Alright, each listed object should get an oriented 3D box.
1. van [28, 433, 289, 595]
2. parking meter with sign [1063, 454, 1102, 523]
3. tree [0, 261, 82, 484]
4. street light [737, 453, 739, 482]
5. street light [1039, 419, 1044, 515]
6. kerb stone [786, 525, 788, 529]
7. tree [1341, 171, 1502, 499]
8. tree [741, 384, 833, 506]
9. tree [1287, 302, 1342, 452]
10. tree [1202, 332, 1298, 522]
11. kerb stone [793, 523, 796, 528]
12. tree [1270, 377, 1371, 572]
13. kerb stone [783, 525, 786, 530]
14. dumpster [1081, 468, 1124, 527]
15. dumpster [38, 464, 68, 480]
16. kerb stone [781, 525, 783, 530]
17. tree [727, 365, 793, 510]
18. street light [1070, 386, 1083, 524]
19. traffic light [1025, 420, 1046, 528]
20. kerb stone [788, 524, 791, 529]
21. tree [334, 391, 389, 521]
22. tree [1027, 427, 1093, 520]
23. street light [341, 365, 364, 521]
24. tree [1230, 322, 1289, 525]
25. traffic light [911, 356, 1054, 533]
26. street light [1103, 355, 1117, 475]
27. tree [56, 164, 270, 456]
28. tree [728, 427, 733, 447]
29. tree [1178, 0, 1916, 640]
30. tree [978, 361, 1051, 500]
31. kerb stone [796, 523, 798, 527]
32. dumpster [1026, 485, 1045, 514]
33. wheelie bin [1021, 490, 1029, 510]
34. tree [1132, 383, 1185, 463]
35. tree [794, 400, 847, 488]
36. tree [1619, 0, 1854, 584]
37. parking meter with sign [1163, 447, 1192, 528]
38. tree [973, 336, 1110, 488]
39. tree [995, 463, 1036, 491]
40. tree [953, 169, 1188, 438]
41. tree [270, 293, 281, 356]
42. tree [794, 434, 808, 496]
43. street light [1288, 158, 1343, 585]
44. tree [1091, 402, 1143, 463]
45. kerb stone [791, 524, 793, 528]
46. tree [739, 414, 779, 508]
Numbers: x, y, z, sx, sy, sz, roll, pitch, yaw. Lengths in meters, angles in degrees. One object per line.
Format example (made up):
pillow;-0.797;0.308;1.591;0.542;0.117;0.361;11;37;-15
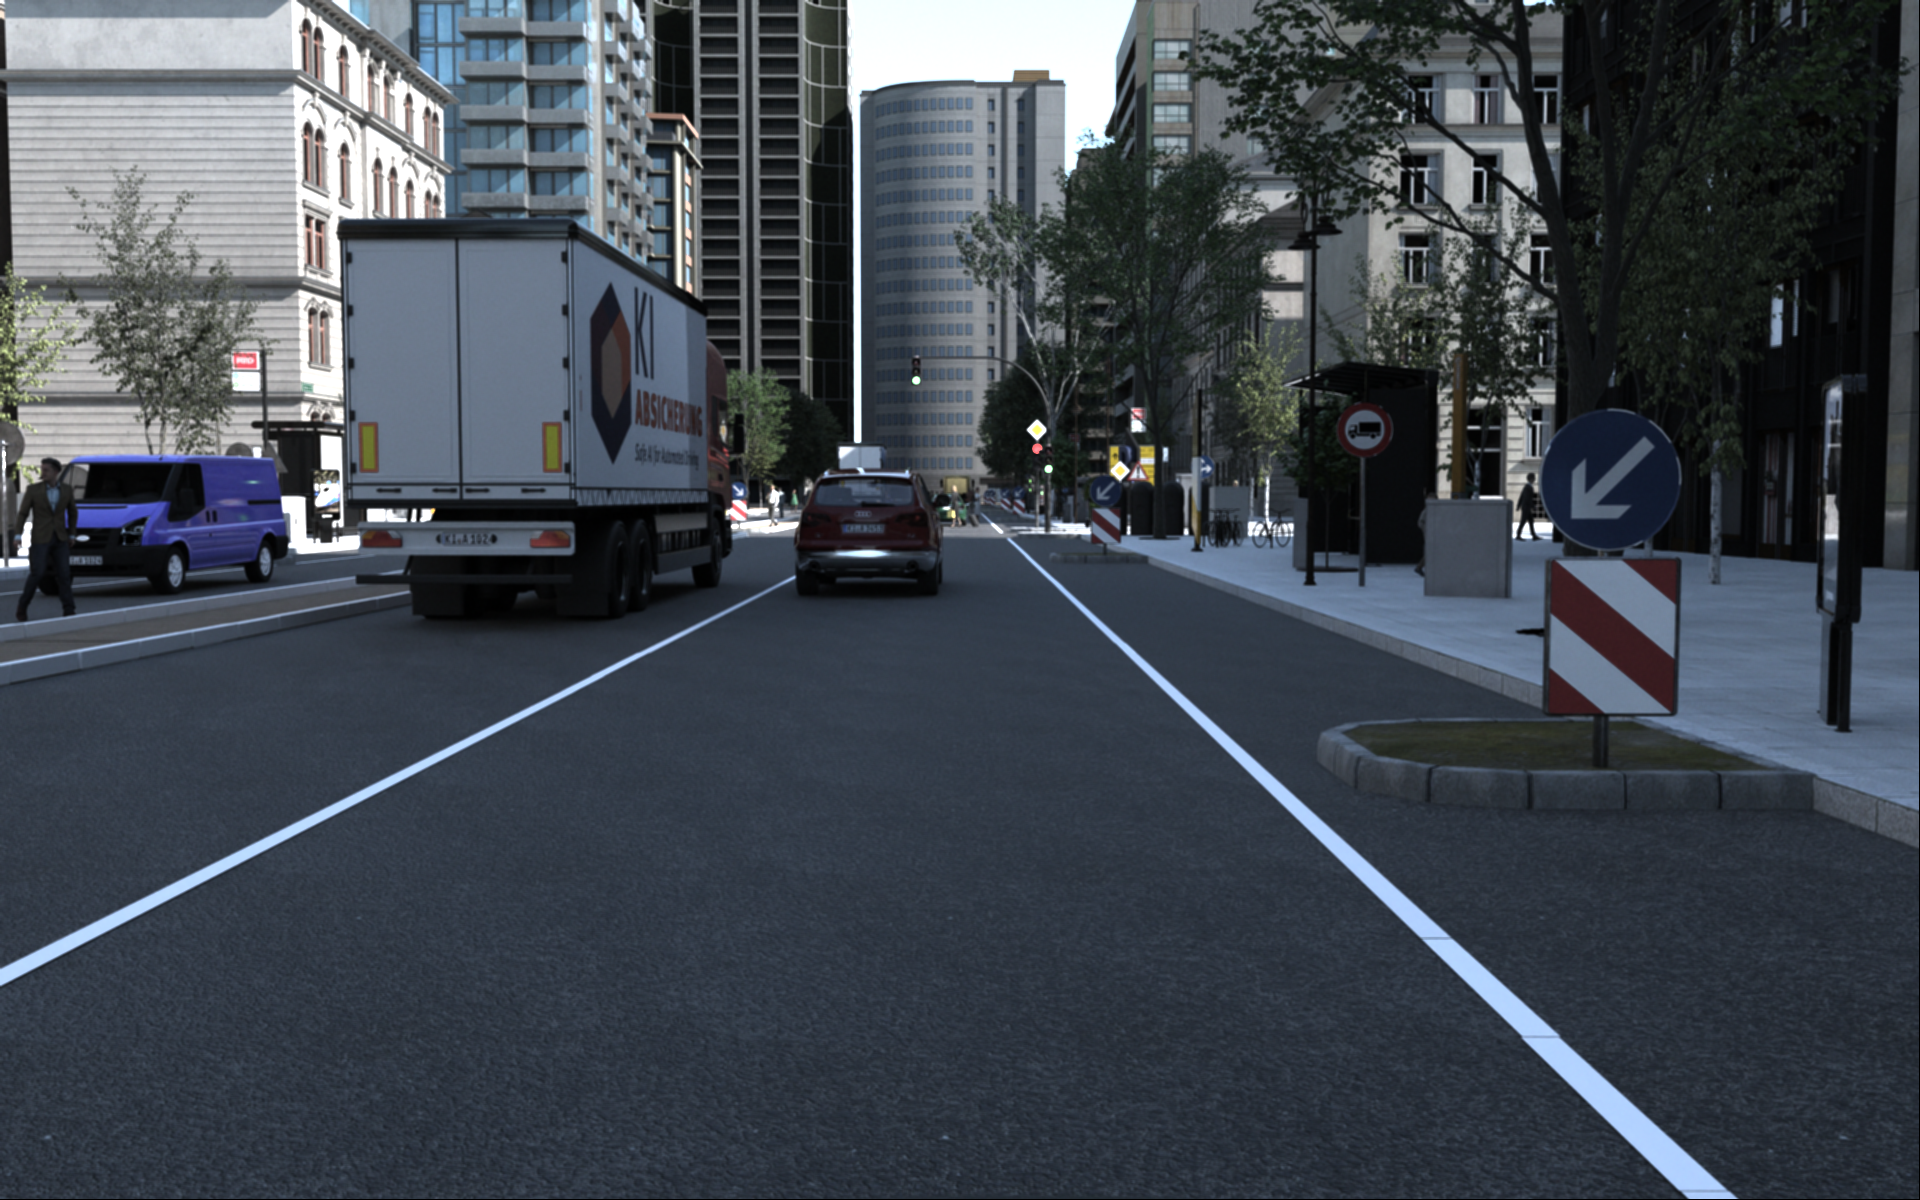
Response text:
van;-12.130;-1.345;26.376;2.240;2.365;5.245;0;4;-1
parking meter with sign;5.407;-4.907;76.490;1.738;3.016;0.543;0;4;5
tree;-24.453;-5.662;42.944;4.737;8.622;4.395;0;3;0
street light;-16.866;-9.706;131.477;0.468;5.910;1.993;0;3;0
street light;4.972;-8.202;106.883;0.468;5.910;1.993;0;3;0
kerb stone;-7.194;-2.953;70.482;0.120;0.150;1.000;0;3;0
tree;12.332;-5.523;40.669;4.737;8.622;4.395;0;3;0
tree;-17.528;-16.071;179.771;9.611;12.733;9.660;0;3;0
tree;12.685;-6.187;51.513;4.737;8.622;4.395;0;3;0
tree;13.454;-7.898;79.494;4.360;8.622;3.978;0;3;0
kerb stone;-7.193;-3.139;73.554;0.120;0.150;1.000;0;3;0
tree;6.130;-2.101;28.948;1.663;3.219;1.824;0;3;0
kerb stone;-7.187;-2.891;69.459;0.120;0.150;1.000;0;3;0
dumpster;5.415;-3.880;65.937;1.502;2.255;1.985;0;3;0
dumpster;-17.305;-1.756;34.466;1.264;1.857;1.865;0;3;0
kerb stone;-7.189;-2.824;68.437;0.120;0.150;1.000;0;3;0
tree;-17.318;-13.103;139.982;9.928;11.665;9.643;0;3;0
street light;4.949;-6.190;73.994;0.468;5.910;1.993;0;3;0
traffic light;2.881;-4.667;65.231;0.839;4.253;0.868;0;3;0
kerb stone;-7.194;-3.016;71.507;0.120;0.150;1.000;0;3;0
tree;-24.357;-7.520;73.319;4.360;8.622;3.978;0;3;0
tree;4.835;-6.249;85.883;4.285;4.588;4.351;0;3;0
street light;-16.929;-4.652;48.854;0.468;5.910;1.993;0;3;0
tree;13.077;-7.471;72.516;4.737;8.622;4.395;0;3;0
traffic light;0.786;-5.042;57.105;4.771;5.953;1.251;0;3;0
street light;4.844;-5.143;56.881;0.468;5.910;1.993;0;3;0
tree;-18.024;-5.414;38.884;4.360;8.622;3.978;0;3;0
tree;-17.911;-10.705;109.445;7.601;10.594;8.767;3;5;42
tree;5.670;-5.485;15.434;9.928;11.665;9.643;0;3;0
tree;4.918;-13.955;146.295;7.486;12.596;7.792;0;3;0
kerb stone;-7.187;-3.204;74.580;0.120;0.150;1.000;0;3;0
dumpster;4.943;-6.530;112.518;1.264;1.857;1.865;0;3;0
wheelie bin;5.191;-7.911;137.255;0.980;1.594;0.693;0;4;-3
tree;12.937;-10.069;114.995;4.737;8.622;4.395;0;3;0
tree;-17.024;-17.735;208.099;7.486;12.596;7.792;0;3;0
tree;10.508;-4.528;24.401;4.737;8.622;4.395;0;3;0
parking meter with sign;8.462;-4.187;64.716;1.738;3.016;0.543;-1;4;-17
tree;5.967;-12.695;124.568;9.611;12.733;9.660;0;3;0
tree;5.739;-14.647;189.842;4.360;8.622;3.978;0;3;0
tree;6.681;-14.804;97.927;12.611;20.169;13.585;0;3;0
tree;-23.213;-6.296;53.297;4.360;8.622;3.978;0;3;0
tree;-18.048;-15.269;200.014;4.360;8.622;3.978;0;3;0
street light;4.932;-3.146;24.233;0.468;5.910;1.993;0;3;0
tree;12.306;-11.270;134.620;4.360;8.622;3.978;0;3;0
kerb stone;-7.195;-3.079;72.529;0.120;0.150;1.000;0;3;0
tree;-17.808;-12.473;154.296;4.737;8.622;4.395;0;3;0
